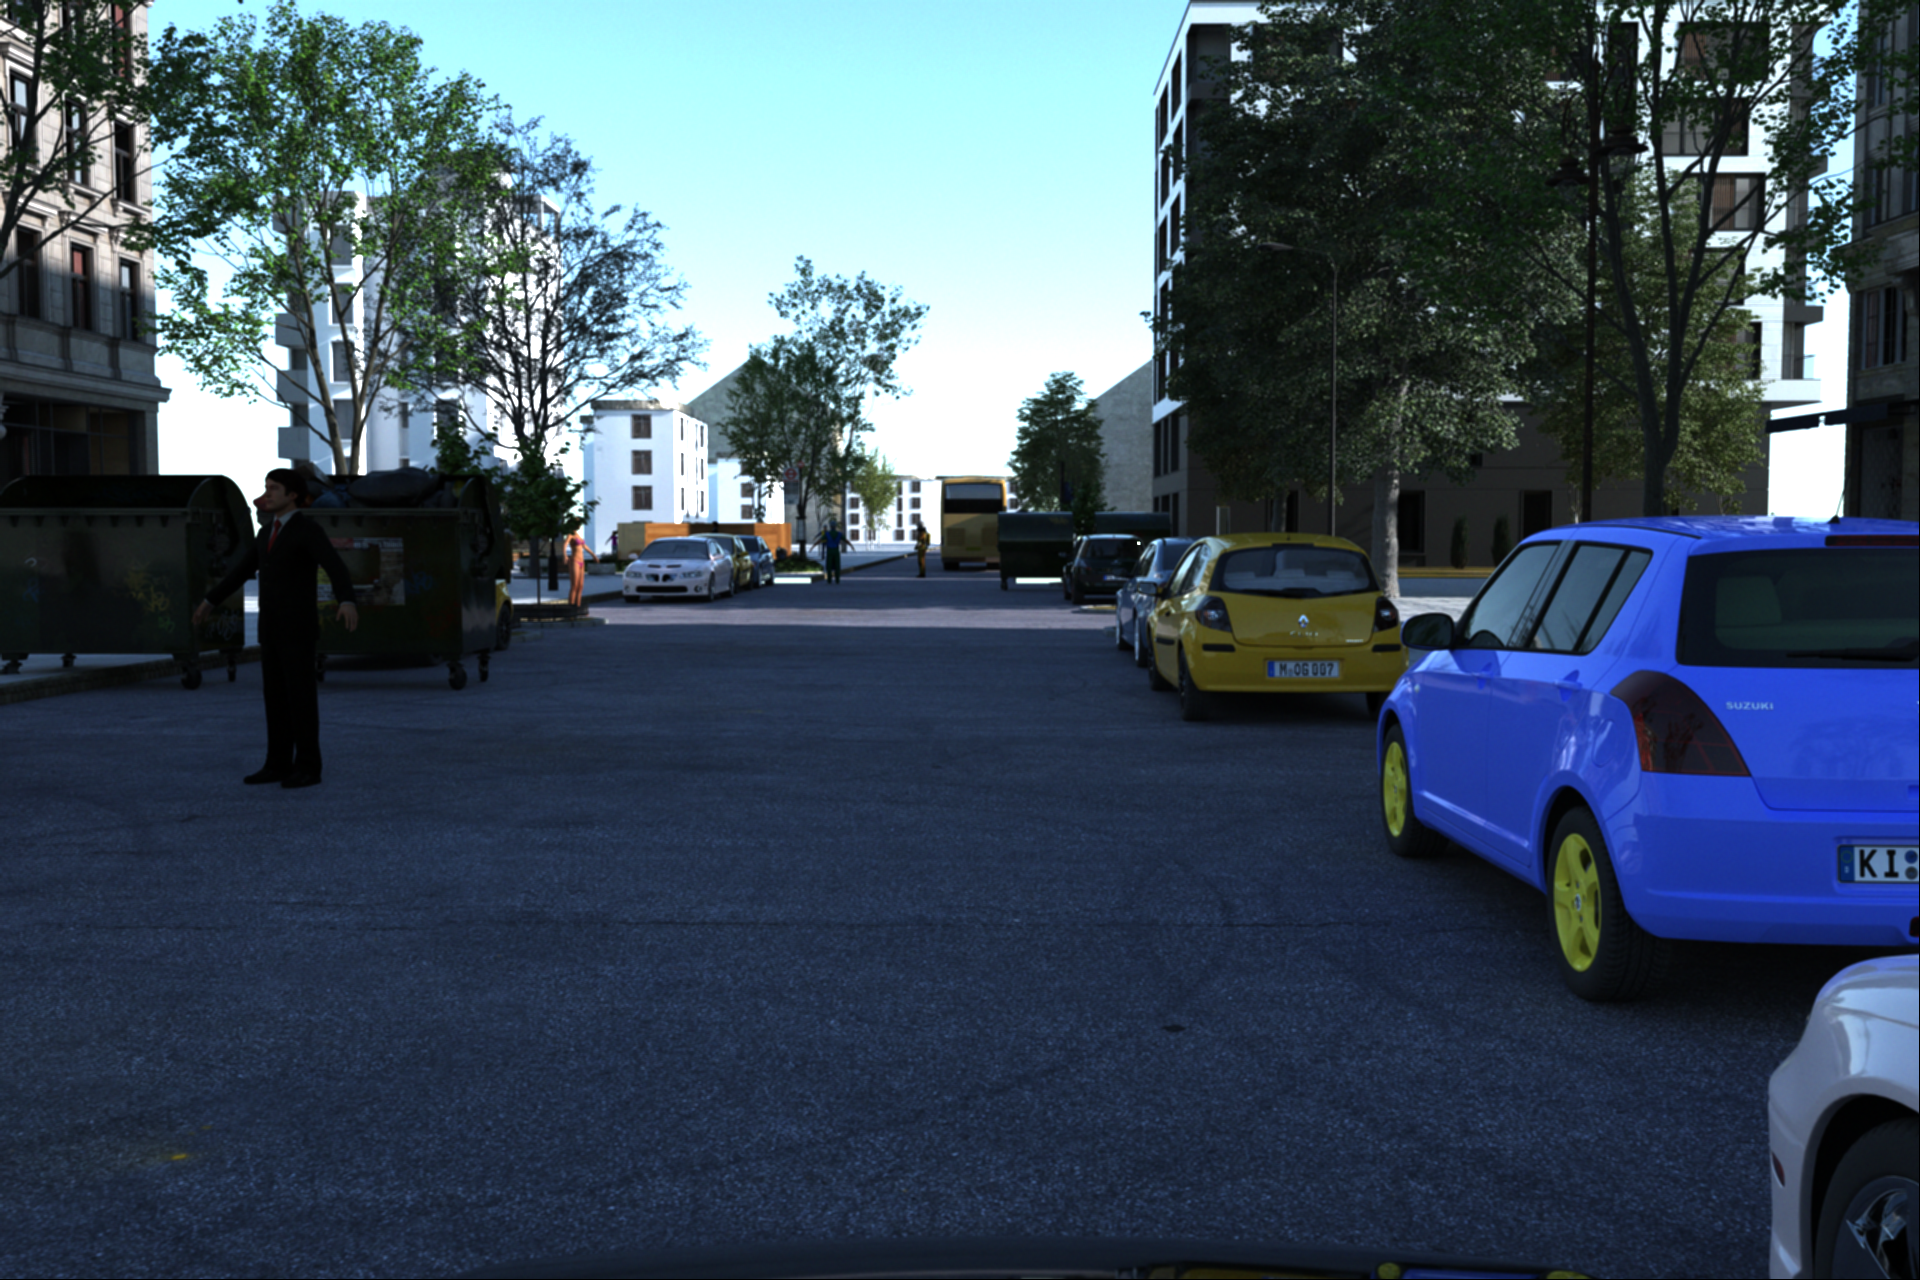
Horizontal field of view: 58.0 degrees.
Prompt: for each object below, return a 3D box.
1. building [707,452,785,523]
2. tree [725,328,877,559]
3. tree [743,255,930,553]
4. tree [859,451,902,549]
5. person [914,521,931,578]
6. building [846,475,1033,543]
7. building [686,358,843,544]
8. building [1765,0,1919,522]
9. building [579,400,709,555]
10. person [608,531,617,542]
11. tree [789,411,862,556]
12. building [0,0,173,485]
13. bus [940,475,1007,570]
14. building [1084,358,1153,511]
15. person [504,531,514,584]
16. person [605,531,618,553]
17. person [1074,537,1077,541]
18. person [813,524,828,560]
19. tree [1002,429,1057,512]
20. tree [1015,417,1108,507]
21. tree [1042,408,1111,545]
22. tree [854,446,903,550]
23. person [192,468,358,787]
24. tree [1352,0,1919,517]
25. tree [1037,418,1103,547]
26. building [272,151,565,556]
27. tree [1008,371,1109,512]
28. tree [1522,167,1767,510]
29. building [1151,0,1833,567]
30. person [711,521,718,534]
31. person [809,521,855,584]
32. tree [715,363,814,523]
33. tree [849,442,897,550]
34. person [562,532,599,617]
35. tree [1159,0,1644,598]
[{"bbox_3d":[-23.904,-15.248,191.456,9.099,9.664,28.070,0,4,1],"label":"building"},{"bbox_3d":[-8.113,-9.952,88.478,9.928,11.665,9.643,0,3,0],"label":"tree"},{"bbox_3d":[-8.478,-16.010,117.651,12.611,20.169,13.585,0,3,0],"label":"tree"},{"bbox_3d":[-7.162,-12.427,153.542,4.737,8.622,4.395,0,3,0],"label":"tree"},{"bbox_3d":[-1.290,-2.985,57.023,0.705,1.858,1.354,0,4,7],"label":"person"},{"bbox_3d":[-3.610,-18.403,245.500,28.070,9.664,9.099,0,4,-3],"label":"building"},{"bbox_3d":[-24.862,-23.895,221.618,19.493,23.208,18.063,0,4,0],"label":"building"},{"bbox_3d":[28.648,-17.962,39.785,12.429,33.558,17.177,0,4,1],"label":"building"},{"bbox_3d":[-22.232,-11.015,122.236,9.099,9.664,28.070,0,3,0],"label":"building"},{"bbox_3d":[-16.466,-4.780,84.377,1.346,1.802,0.704,-1,4,-15],"label":"person"},{"bbox_3d":[-8.129,-9.291,102.272,4.737,8.622,4.395,0,3,0],"label":"tree"},{"bbox_3d":[-28.069,-11.040,30.474,10.553,20.879,40.483,0,4,1],"label":"building"},{"bbox_3d":[0.535,-4.895,71.579,2.896,3.916,12.252,0,4,0],"label":"bus"},{"bbox_3d":[24.767,-23.163,209.645,19.493,23.208,18.063,0,4,1],"label":"building"},{"bbox_3d":[-11.826,-2.328,44.839,0.721,1.736,1.217,-1,4,-12],"label":"person"},{"bbox_3d":[-15.688,-4.252,78.794,0.991,1.433,0.599,1,4,15],"label":"person"},{"bbox_3d":[5.426,-4.142,73.868,1.345,1.843,0.704,-1,4,-14],"label":"person"},{"bbox_3d":[-6.651,-4.838,85.568,1.216,1.772,0.721,0,4,-7],"label":"person"},{"bbox_3d":[7.621,-13.069,148.095,7.601,10.594,8.767,2,4,25],"label":"tree"},{"bbox_3d":[7.872,-12.074,131.821,7.601,10.594,8.767,1,4,18],"label":"tree"},{"bbox_3d":[6.790,-9.182,100.494,4.360,8.622,3.978,0,3,0],"label":"tree"},{"bbox_3d":[-7.080,-11.689,141.469,4.737,8.622,4.395,0,3,0],"label":"tree"},{"bbox_3d":[-3.871,-0.077,9.910,1.347,1.806,0.705,2,4,30],"label":"person"},{"bbox_3d":[8.862,-5.873,21.783,9.928,11.665,9.643,0,3,0],"label":"tree"},{"bbox_3d":[7.391,-9.666,108.397,4.360,8.622,3.978,0,3,0],"label":"tree"},{"bbox_3d":[-27.994,-14.108,87.091,16.016,20.090,11.380,0,4,1],"label":"building"},{"bbox_3d":[6.838,-12.390,120.708,7.486,12.596,7.792,0,3,0],"label":"tree"},{"bbox_3d":[21.390,-8.344,54.559,7.486,12.596,7.792,0,3,0],"label":"tree"},{"bbox_3d":[22.952,-14.609,82.838,27.936,21.610,32.646,0,4,1],"label":"building"},{"bbox_3d":[-8.935,-3.412,62.512,0.721,1.740,1.216,0,4,-6],"label":"person"},{"bbox_3d":[-3.646,-2.513,49.677,1.347,1.817,0.704,-1,4,-16],"label":"person"},{"bbox_3d":[-8.626,-7.675,75.854,4.737,8.622,4.395,0,3,0],"label":"tree"},{"bbox_3d":[-7.057,-11.376,136.356,4.737,8.622,4.395,0,3,0],"label":"tree"},{"bbox_3d":[-6.597,-1.273,30.075,0.721,1.733,1.217,1,4,15],"label":"person"},{"bbox_3d":[8.549,-7.835,34.753,9.857,13.997,8.962,0,3,0],"label":"tree"}]
